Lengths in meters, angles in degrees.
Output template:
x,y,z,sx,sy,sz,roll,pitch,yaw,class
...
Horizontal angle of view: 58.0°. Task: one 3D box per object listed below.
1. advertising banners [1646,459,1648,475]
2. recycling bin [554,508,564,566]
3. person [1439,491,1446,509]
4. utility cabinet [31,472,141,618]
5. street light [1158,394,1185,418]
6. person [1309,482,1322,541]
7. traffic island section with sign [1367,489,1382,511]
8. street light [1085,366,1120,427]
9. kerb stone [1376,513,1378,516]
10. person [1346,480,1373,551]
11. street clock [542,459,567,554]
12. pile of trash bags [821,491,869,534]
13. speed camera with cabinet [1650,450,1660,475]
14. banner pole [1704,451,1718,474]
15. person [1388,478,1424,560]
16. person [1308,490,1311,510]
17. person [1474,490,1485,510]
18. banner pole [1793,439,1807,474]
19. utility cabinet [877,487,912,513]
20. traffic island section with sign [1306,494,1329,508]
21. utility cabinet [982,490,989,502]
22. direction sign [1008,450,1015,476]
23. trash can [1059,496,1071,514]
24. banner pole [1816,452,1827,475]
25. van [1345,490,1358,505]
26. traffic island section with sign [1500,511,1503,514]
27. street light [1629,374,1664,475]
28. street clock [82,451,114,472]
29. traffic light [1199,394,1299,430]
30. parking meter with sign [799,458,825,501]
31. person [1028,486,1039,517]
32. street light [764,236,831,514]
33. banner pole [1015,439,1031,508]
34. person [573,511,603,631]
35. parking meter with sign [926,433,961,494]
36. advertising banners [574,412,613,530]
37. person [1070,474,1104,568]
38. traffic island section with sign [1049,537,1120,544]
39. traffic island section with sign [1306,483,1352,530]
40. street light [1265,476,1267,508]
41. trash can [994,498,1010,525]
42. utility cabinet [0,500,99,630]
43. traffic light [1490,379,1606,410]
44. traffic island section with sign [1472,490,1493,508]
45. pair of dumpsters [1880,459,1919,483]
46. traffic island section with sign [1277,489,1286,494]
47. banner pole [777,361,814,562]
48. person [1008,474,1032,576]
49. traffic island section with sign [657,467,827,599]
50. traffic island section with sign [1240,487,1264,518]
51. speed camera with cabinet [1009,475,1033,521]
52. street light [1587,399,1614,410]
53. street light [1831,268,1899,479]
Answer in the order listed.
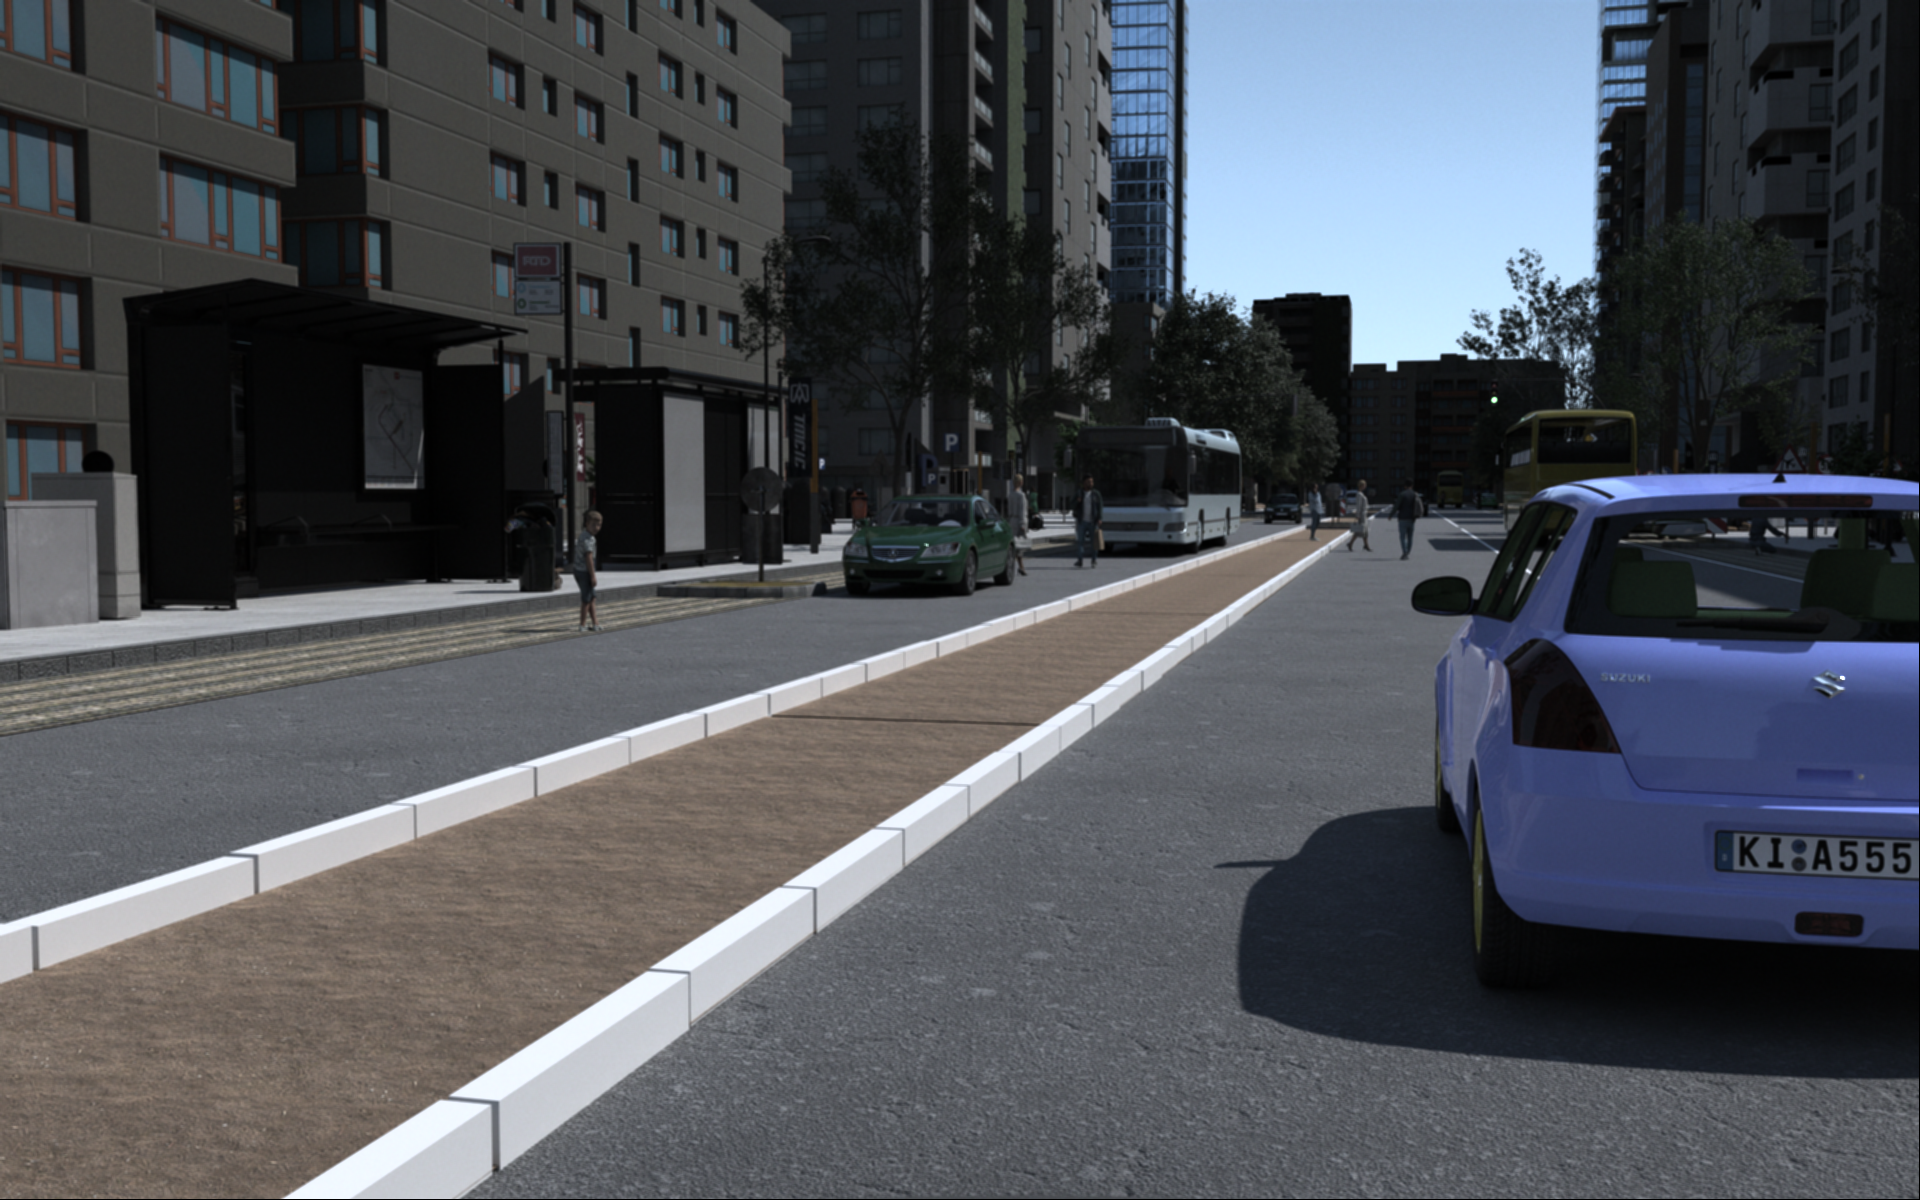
x,y,z,sx,sy,sz,roll,pitch,yaw,class
34.311,-5.515,86.361,0.090,3.025,2.074,2,4,28,advertising banners
-7.509,-1.108,30.663,0.722,1.027,0.722,1,4,18,recycling bin
46.817,-9.720,168.126,0.721,1.736,1.217,3,5,44,person
-9.027,-0.564,17.905,1.173,1.500,0.318,2,4,23,utility cabinet
9.782,-6.620,80.770,1.470,5.913,1.316,1,4,14,street light
10.865,-2.710,53.071,0.793,1.790,0.793,0,4,0,person
35.853,-8.727,150.824,2.006,1.907,1.989,1,4,14,traffic island section with sign
5.132,-5.538,63.093,1.470,5.913,1.316,1,4,14,street light
25.100,-5.064,104.995,0.120,0.150,1.000,1,4,14,kerb stone
10.017,-2.113,43.393,0.624,1.780,0.694,2,4,28,person
-7.711,-1.746,33.117,0.471,2.002,0.358,1,4,18,street clock
-4.678,-2.862,56.547,3.447,1.369,1.912,-1,4,-14,pile of trash bags
30.621,-5.097,77.671,2.038,3.252,0.660,-1,4,-8,speed camera with cabinet
38.248,-6.020,88.448,0.863,3.779,0.401,1,4,15,banner pole
9.787,-1.776,37.891,0.623,1.781,0.721,-2,4,-25,person
30.859,-8.781,152.095,0.660,1.820,0.620,2,4,32,person
46.955,-9.018,156.458,1.217,1.766,0.721,-1,4,-15,person
37.956,-5.406,78.406,0.401,3.779,0.863,-2,4,-28,banner pole
-2.193,-3.023,58.113,1.173,1.500,0.318,2,4,29,utility cabinet
36.803,-10.411,178.843,1.989,1.847,2.006,1,4,14,traffic island section with sign
1.869,-6.426,113.744,1.173,1.500,0.318,-2,4,-25,utility cabinet
2.896,-5.953,89.329,0.876,3.537,0.379,-1,4,-12,direction sign
6.775,-6.129,111.869,0.748,1.137,0.748,0,3,0,trash can
45.232,-6.204,91.449,0.863,3.779,0.401,2,4,29,banner pole
41.952,-10.900,185.218,2.013,2.044,4.112,1,4,14,van
40.423,-7.184,126.092,1.989,1.847,2.006,1,4,14,traffic island section with sign
26.616,-5.786,67.135,1.470,5.913,1.316,1,4,14,street light
-14.382,-1.491,28.949,0.471,2.002,0.358,-1,4,-21,street clock
13.044,-6.403,79.353,4.771,5.953,1.251,1,4,14,traffic light
-7.476,-5.412,84.743,1.738,3.016,0.543,2,4,29,parking meter with sign
3.260,-4.226,77.848,0.600,1.795,0.529,-1,4,-19,person
-3.009,-3.604,31.468,1.470,5.913,1.316,1,4,14,street light
2.695,-5.049,72.574,0.863,3.779,0.401,1,4,19,banner pole
-3.866,-0.298,18.052,0.352,1.250,0.332,1,4,17,person
-0.644,-3.205,48.664,0.543,3.016,1.738,2,4,31,parking meter with sign
-8.024,-2.560,38.040,0.090,3.025,2.074,1,4,12,advertising banners
2.503,-1.522,33.367,0.794,1.824,0.713,1,4,22,person
3.763,-2.572,50.686,1.989,1.847,2.006,1,4,14,traffic island section with sign
15.234,-3.838,70.885,2.006,1.907,1.989,1,4,14,traffic island section with sign
26.083,-10.504,144.281,1.470,5.913,1.316,1,4,14,street light
1.692,-3.481,68.564,0.748,1.137,0.748,0,3,0,trash can
-8.906,-0.346,16.819,0.306,1.237,1.020,2,4,23,utility cabinet
23.335,-5.727,68.297,4.771,5.953,1.251,1,4,14,traffic light
52.971,-10.161,174.753,1.989,1.847,2.006,1,4,14,traffic island section with sign
25.143,-2.749,47.432,1.574,2.255,4.437,1,4,14,pair of dumpsters
24.172,-7.413,129.832,1.989,1.847,2.006,1,4,14,traffic island section with sign
-3.160,-2.606,32.618,0.863,3.779,0.401,1,4,14,banner pole
0.960,-1.307,30.222,0.624,1.780,0.694,-1,4,-22,person
-2.987,-0.976,24.586,1.989,1.847,2.006,1,4,14,traffic island section with sign
17.431,-5.817,103.730,1.989,1.847,2.006,1,4,14,traffic island section with sign
2.916,-5.389,82.438,0.660,3.252,2.038,1,4,20,speed camera with cabinet
31.228,-6.844,84.441,1.470,5.913,1.316,1,4,14,street light
18.533,-3.852,35.517,1.470,5.913,1.316,1,4,14,street light
